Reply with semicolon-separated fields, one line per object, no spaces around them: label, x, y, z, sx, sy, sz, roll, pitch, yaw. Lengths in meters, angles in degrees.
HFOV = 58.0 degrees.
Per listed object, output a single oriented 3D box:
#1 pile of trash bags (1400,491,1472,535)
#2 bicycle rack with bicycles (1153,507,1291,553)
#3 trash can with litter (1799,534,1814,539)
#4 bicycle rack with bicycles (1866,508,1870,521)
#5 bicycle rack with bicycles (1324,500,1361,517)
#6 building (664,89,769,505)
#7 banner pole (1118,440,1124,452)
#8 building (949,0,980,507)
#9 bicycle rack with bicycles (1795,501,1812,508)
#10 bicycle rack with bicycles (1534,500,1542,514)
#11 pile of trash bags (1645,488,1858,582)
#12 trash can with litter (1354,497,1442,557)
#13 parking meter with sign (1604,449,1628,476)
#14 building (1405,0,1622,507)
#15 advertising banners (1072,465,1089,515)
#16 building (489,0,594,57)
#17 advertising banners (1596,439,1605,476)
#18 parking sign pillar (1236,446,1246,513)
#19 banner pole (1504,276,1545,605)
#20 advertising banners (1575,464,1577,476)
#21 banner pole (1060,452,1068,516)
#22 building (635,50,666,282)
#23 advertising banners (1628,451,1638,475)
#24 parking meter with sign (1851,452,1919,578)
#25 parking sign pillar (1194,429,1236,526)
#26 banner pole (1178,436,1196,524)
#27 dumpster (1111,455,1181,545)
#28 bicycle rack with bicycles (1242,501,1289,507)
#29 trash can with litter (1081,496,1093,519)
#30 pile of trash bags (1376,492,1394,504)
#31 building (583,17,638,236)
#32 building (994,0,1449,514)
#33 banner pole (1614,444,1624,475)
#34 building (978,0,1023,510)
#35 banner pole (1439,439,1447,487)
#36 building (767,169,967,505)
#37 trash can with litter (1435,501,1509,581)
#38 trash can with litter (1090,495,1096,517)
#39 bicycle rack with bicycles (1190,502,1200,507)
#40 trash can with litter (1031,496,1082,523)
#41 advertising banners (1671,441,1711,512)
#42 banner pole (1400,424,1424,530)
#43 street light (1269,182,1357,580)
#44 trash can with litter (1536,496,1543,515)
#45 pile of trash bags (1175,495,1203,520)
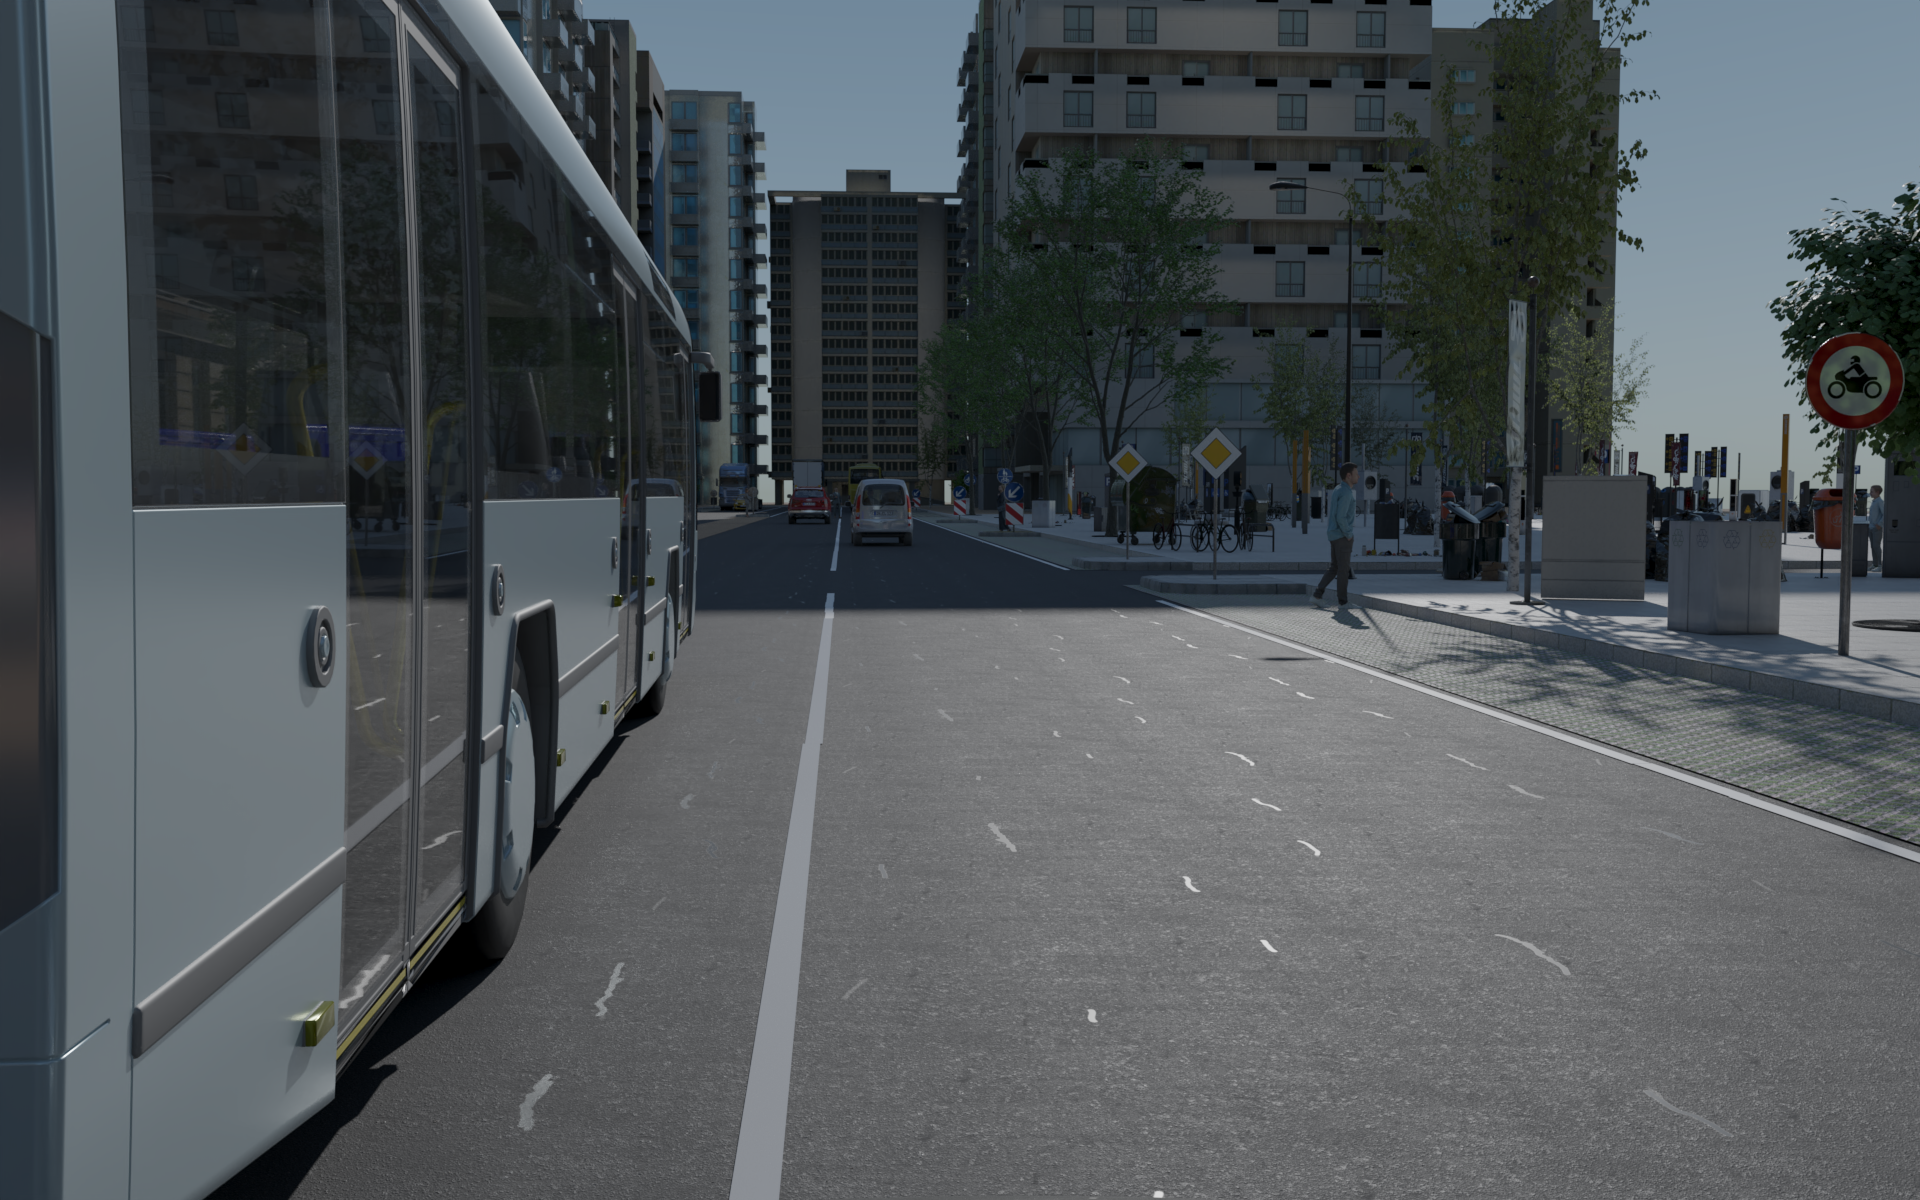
pile of trash bags;15.021;-2.715;54.145;1.912;1.369;3.447;0;4;6
bicycle rack with bicycles;5.807;-1.558;38.855;2.852;0.926;2.925;-1;4;-10
trash can with litter;24.902;-2.367;49.755;2.233;1.210;1.678;-1;4;-23
bicycle rack with bicycles;45.322;-4.332;84.215;2.852;0.926;2.925;2;4;33
bicycle rack with bicycles;20.670;-5.139;97.404;2.852;0.926;2.925;-3;4;-37
building;-38.034;-35.768;204.423;30.456;49.044;23.786;0;4;-4
banner pole;7.530;-5.574;81.145;0.401;3.779;0.863;-1;4;-14
building;11.273;-33.452;166.552;23.786;49.044;30.456;0;4;-4
bicycle rack with bicycles;54.454;-5.840;108.863;2.925;0.926;2.852;-2;4;-32
bicycle rack with bicycles;36.456;-5.826;108.635;2.852;0.926;2.925;-2;4;-31
pile of trash bags;11.745;-0.998;26.077;3.447;1.369;1.912;0;4;-3
trash can with litter;9.193;-1.515;35.832;2.233;1.210;1.678;2;4;28
parking meter with sign;25.908;-4.364;67.605;1.738;3.016;0.543;-1;4;-10
building;54.072;-33.709;174.836;21.600;48.544;21.300;0;4;-4
advertising banners;7.238;-6.653;104.969;0.090;3.025;2.074;3;4;37
building;-37.964;-30.713;121.770;23.786;49.044;30.456;0;4;-4
advertising banners;20.519;-3.583;54.766;0.090;3.025;2.074;0;4;4
parking sign pillar;15.237;-6.575;95.980;1.447;3.967;1.447;-2;4;-33
banner pole;6.441;-1.825;19.859;0.401;3.779;0.863;3;5;42
advertising banners;31.850;-5.692;89.251;0.090;3.025;2.074;1;4;12
banner pole;6.302;-6.882;102.543;0.863;3.779;0.401;-3;5;-40
building;-37.080;-31.942;172.358;14.200;45.320;14.600;0;4;-4
advertising banners;27.233;-4.614;71.630;0.090;3.025;2.074;-2;4;-24
parking meter with sign;14.525;-1.851;26.527;1.738;3.016;0.543;2;4;27
parking sign pillar;10.355;-5.059;71.179;1.447;3.967;1.447;0;4;-4
banner pole;9.706;-5.219;75.351;0.863;3.779;0.401;-3;4;-36
dumpster;4.711;-2.536;43.953;1.502;2.255;1.985;0;4;-4
bicycle rack with bicycles;14.201;-4.215;82.292;2.925;0.926;2.852;-1;4;-19
trash can with litter;6.590;-4.775;89.461;0.624;1.170;1.055;0;4;0
pile of trash bags;23.110;-5.043;92.204;1.912;1.369;3.447;0;4;2
building;-34.676;-28.191;144.510;14.154;41.232;14.086;0;4;-4
building;16.855;-32.678;123.518;28.713;52.752;27.495;0;4;-4
banner pole;32.967;-5.914;86.706;0.863;3.779;0.401;-2;4;-30
building;8.411;-28.179;144.318;14.154;41.232;14.086;0;4;-4
banner pole;21.843;-5.405;78.387;0.401;3.779;0.863;-1;4;-12
building;-11.111;-31.692;210.052;23.993;40.220;32.217;0;4;-4
trash can with litter;7.702;-0.885;25.860;1.055;1.170;0.624;2;4;34
trash can with litter;7.187;-5.204;96.150;1.678;1.210;2.233;-2;4;-34
bicycle rack with bicycles;9.909;-4.027;79.227;2.852;0.926;2.925;3;5;42
trash can with litter;3.994;-3.972;76.007;2.233;1.210;1.678;-1;4;-8
advertising banners;24.071;-3.728;57.143;0.090;3.025;2.074;-1;4;-12
banner pole;16.098;-4.383;61.681;0.863;3.779;0.401;-1;4;-15
street light;5.294;-3.268;25.965;1.470;5.913;1.316;0;4;-4
trash can with litter;35.598;-5.706;104.349;2.233;1.210;1.678;3;4;39
pile of trash bags;11.458;-4.668;86.079;1.912;1.369;3.447;-3;5;-41
